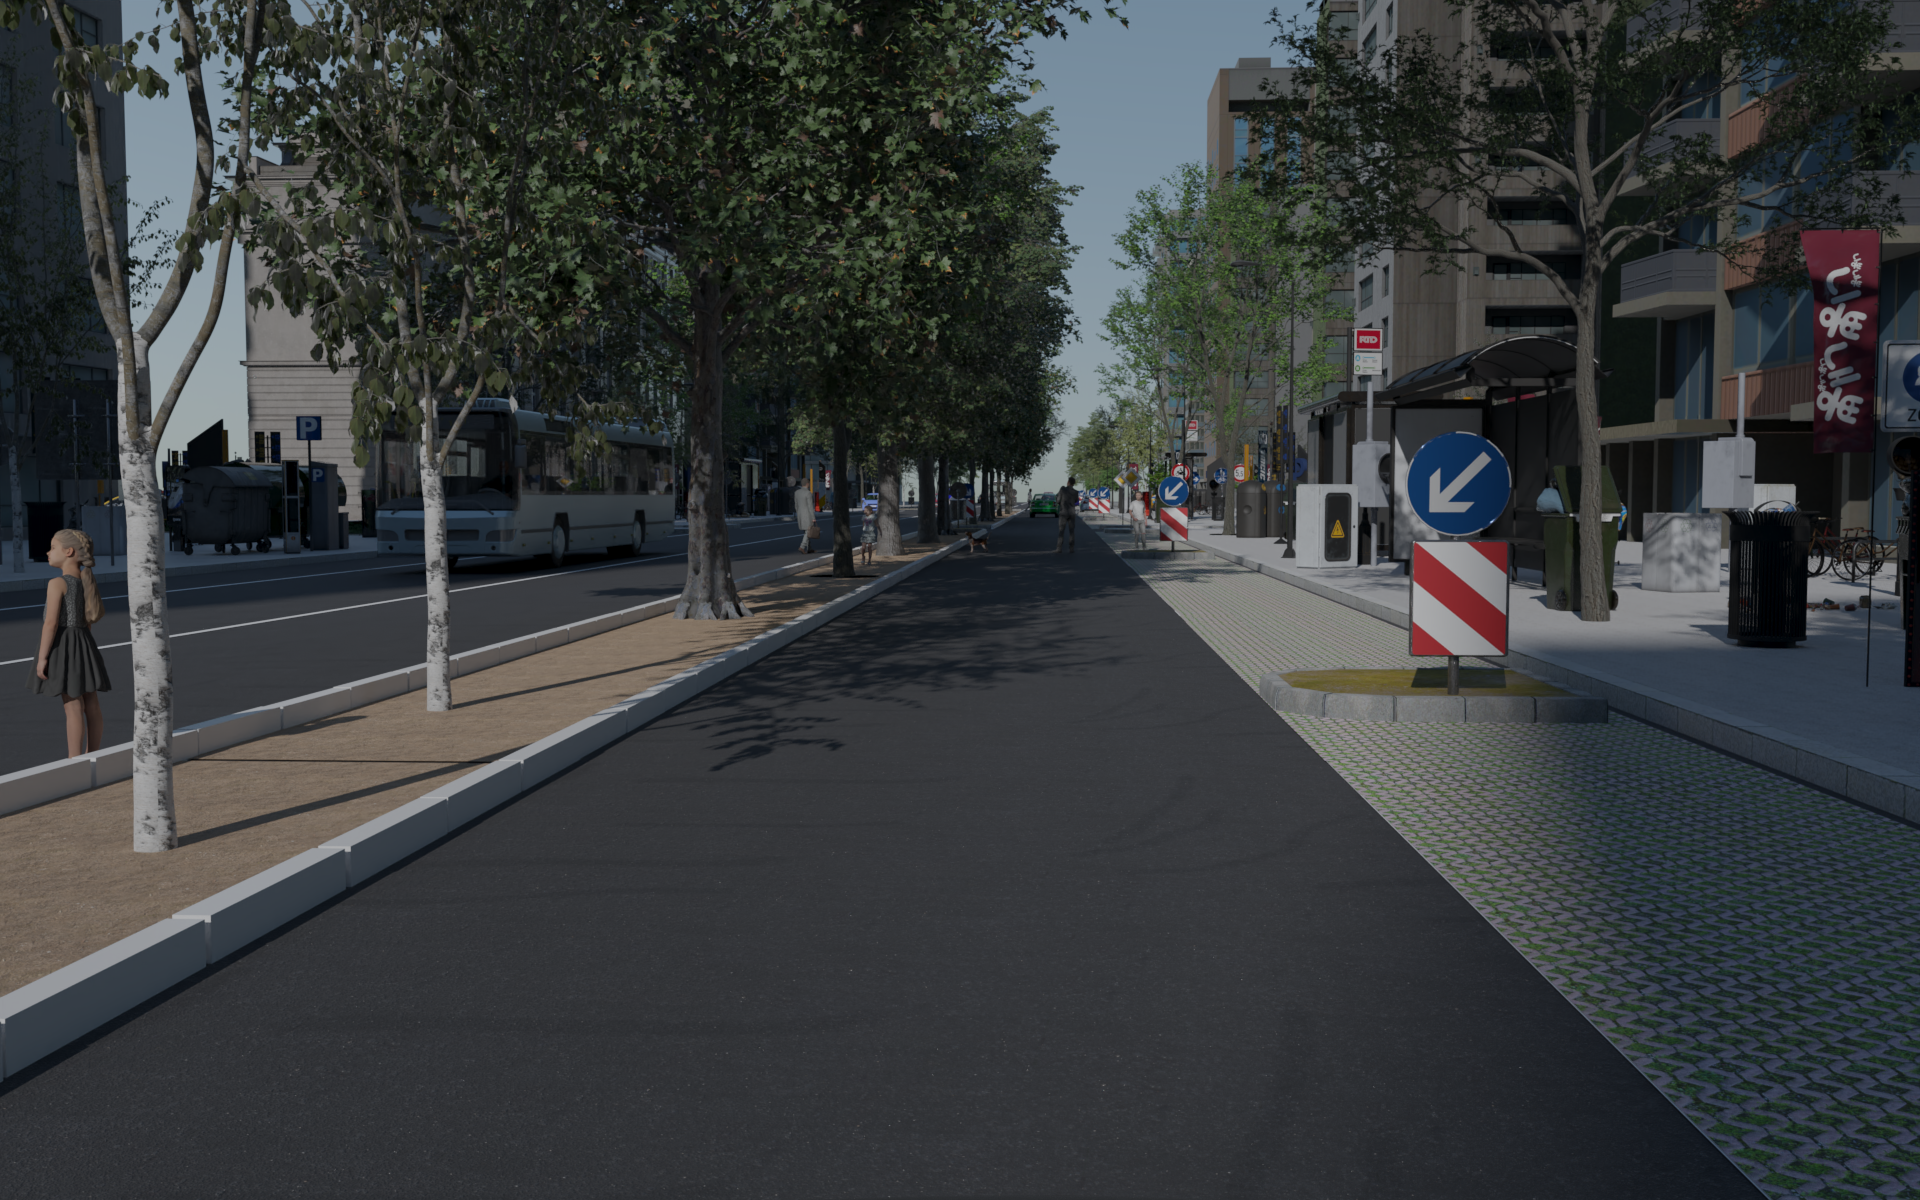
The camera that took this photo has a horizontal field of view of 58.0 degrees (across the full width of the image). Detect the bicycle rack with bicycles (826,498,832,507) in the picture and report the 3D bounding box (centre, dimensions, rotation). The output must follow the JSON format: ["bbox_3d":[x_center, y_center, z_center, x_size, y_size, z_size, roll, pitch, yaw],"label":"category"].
[{"bbox_3d":[-10.631,-7.984,143.919,2.925,0.926,2.852,-1,4,-23],"label":"bicycle rack with bicycles"}]

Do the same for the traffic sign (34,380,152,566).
[{"bbox_3d":[-15.487,-2.268,30.955,2.265,3.308,0.079,1,4,8],"label":"traffic sign"}]

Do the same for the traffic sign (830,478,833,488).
[{"bbox_3d":[-10.043,-8.375,137.044,0.768,2.556,0.104,1,4,13],"label":"traffic sign"}]

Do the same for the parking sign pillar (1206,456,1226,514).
[{"bbox_3d":[16.852,-7.647,113.504,1.447,3.967,1.447,1,4,22],"label":"parking sign pillar"}]

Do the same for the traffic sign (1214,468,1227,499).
[{"bbox_3d":[12.795,-5.164,84.534,0.768,2.556,0.104,1,4,12],"label":"traffic sign"}]

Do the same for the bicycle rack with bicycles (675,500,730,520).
[{"bbox_3d":[-12.762,-4.392,85.185,2.925,0.926,2.852,-2,4,-34],"label":"bicycle rack with bicycles"}]

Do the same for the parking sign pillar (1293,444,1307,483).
[{"bbox_3d":[18.495,-6.424,93.504,1.447,3.967,1.447,-1,4,-21],"label":"parking sign pillar"}]

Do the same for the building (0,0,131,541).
[{"bbox_3d":[-31.948,-22.244,47.280,14.086,41.232,14.154,0,4,3],"label":"building"}]

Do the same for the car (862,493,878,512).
[{"bbox_3d":[-6.617,-7.668,134.959,1.945,1.707,3.694,0,4,4],"label":"car"}]

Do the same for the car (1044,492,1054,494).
[{"bbox_3d":[13.731,-15.899,268.626,2.281,1.827,5.304,0,4,4],"label":"car"}]

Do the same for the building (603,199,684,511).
[{"bbox_3d":[-27.482,-19.812,121.190,12.463,27.353,25.104,0,4,3],"label":"building"}]

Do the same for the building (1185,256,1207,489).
[{"bbox_3d":[46.757,-34.859,261.828,32.217,40.220,23.993,0,4,3],"label":"building"}]

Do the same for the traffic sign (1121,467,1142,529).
[{"bbox_3d":[6.302,-3.676,63.744,0.795,2.450,0.064,0,4,3],"label":"traffic sign"}]

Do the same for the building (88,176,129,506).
[{"bbox_3d":[-54.505,-14.744,90.211,18.267,20.994,9.793,0,4,3],"label":"building"}]

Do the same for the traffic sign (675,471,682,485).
[{"bbox_3d":[-10.765,-3.735,64.713,0.795,2.450,0.064,0,4,3],"label":"traffic sign"}]

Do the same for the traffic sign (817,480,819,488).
[{"bbox_3d":[-10.023,-7.533,125.294,0.606,2.300,0.079,0,4,8],"label":"traffic sign"}]

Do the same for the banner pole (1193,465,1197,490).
[{"bbox_3d":[17.742,-8.658,131.567,0.401,3.779,0.863,-2,4,-33],"label":"banner pole"}]

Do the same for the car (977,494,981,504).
[{"bbox_3d":[3.576,-15.351,260.767,2.009,1.686,4.222,0,4,5],"label":"car"}]

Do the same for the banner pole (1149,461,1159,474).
[{"bbox_3d":[13.535,-7.971,120.337,0.863,3.779,0.401,0,4,3],"label":"banner pole"}]

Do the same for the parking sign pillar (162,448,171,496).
[{"bbox_3d":[-46.449,-6.911,101.462,1.447,3.967,1.447,-2,4,-24],"label":"parking sign pillar"}]

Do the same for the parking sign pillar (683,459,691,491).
[{"bbox_3d":[-19.646,-8.451,126.641,1.447,3.967,1.447,3,4,38],"label":"parking sign pillar"}]

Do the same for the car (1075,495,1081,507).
[{"bbox_3d":[12.626,-10.145,178.450,1.945,1.354,3.894,0,4,4],"label":"car"}]

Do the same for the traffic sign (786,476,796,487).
[{"bbox_3d":[-12.175,-7.599,124.344,0.768,2.556,0.104,0,4,4],"label":"traffic sign"}]

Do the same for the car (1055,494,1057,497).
[{"bbox_3d":[6.862,-7.422,131.143,2.009,1.686,4.222,0,4,4],"label":"car"}]

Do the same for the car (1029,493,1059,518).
[{"bbox_3d":[5.204,-5.956,106.172,1.959,1.807,4.718,0,4,4],"label":"car"}]

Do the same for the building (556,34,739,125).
[{"bbox_3d":[-29.229,-31.083,162.830,22.147,44.769,28.867,0,4,3],"label":"building"}]

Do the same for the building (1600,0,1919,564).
[{"bbox_3d":[27.099,-23.336,36.172,22.147,44.769,28.867,0,4,3],"label":"building"}]

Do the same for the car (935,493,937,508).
[{"bbox_3d":[-2.074,-9.229,159.926,2.155,1.783,4.494,0,4,2],"label":"car"}]

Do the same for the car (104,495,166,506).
[{"bbox_3d":[-34.000,-3.714,70.944,3.980,1.641,2.015,0,4,4],"label":"car"}]

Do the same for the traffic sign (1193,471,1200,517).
[{"bbox_3d":[13.093,-5.942,97.264,0.768,2.556,0.104,1,4,12],"label":"traffic sign"}]

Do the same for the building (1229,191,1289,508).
[{"bbox_3d":[32.636,-24.082,165.447,14.160,30.474,14.107,0,4,3],"label":"building"}]

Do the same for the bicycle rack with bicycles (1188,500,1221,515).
[{"bbox_3d":[15.311,-5.656,105.863,2.925,0.926,2.852,2,4,29],"label":"bicycle rack with bicycles"}]

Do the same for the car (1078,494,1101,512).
[{"bbox_3d":[9.857,-7.191,129.577,2.014,1.417,4.499,0,4,1],"label":"car"}]

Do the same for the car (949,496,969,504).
[{"bbox_3d":[-0.020,-7.424,133.744,2.083,1.381,4.827,0,4,2],"label":"car"}]

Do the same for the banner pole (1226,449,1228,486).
[{"bbox_3d":[14.934,-6.507,96.400,0.401,3.779,0.863,2,4,29],"label":"banner pole"}]

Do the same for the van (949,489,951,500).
[{"bbox_3d":[-0.616,-11.497,192.358,2.240,2.365,5.245,0,4,4],"label":"van"}]

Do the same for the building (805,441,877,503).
[{"bbox_3d":[-27.034,-40.812,256.522,28.713,52.752,27.495,0,4,3],"label":"building"}]

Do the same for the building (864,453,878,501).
[{"bbox_3d":[-22.622,-40.204,281.042,21.300,48.544,21.600,0,4,3],"label":"building"}]

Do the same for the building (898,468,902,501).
[{"bbox_3d":[-17.646,-32.292,299.670,14.160,30.474,14.107,0,4,3],"label":"building"}]

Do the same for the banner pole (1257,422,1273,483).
[{"bbox_3d":[10.600,-4.280,59.994,0.863,3.779,0.401,-2,4,-34],"label":"banner pole"}]

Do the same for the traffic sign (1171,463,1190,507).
[{"bbox_3d":[9.174,-4.401,72.057,0.768,2.556,0.104,1,4,10],"label":"traffic sign"}]

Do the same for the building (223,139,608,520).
[{"bbox_3d":[-28.661,-15.566,96.298,13.314,21.916,24.055,0,4,3],"label":"building"}]

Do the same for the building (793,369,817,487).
[{"bbox_3d":[-27.986,-32.853,191.768,22.147,44.769,28.867,0,4,3],"label":"building"}]

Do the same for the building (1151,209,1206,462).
[{"bbox_3d":[43.479,-40.939,288.956,23.786,49.044,30.456,0,4,3],"label":"building"}]

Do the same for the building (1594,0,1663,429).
[{"bbox_3d":[27.925,-19.274,86.830,14.107,30.474,14.160,0,4,3],"label":"building"}]

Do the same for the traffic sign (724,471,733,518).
[{"bbox_3d":[-12.504,-5.662,92.682,0.768,2.556,0.104,1,4,13],"label":"traffic sign"}]

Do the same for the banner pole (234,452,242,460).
[{"bbox_3d":[-42.670,-6.876,102.446,0.863,3.779,0.401,2,4,33],"label":"banner pole"}]

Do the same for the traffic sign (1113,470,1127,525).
[{"bbox_3d":[6.746,-4.164,71.717,0.795,2.450,0.064,0,4,3],"label":"traffic sign"}]

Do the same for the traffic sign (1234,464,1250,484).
[{"bbox_3d":[12.037,-4.543,74.381,0.768,2.556,0.104,1,4,11],"label":"traffic sign"}]

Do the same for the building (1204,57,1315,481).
[{"bbox_3d":[32.955,-32.356,179.125,14.600,45.320,14.200,0,4,3],"label":"building"}]

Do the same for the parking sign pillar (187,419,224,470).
[{"bbox_3d":[-26.993,-4.508,62.171,1.447,3.967,1.447,0,4,2],"label":"parking sign pillar"}]

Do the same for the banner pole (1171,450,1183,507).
[{"bbox_3d":[10.716,-5.854,85.732,0.863,3.779,0.401,2,4,24],"label":"banner pole"}]

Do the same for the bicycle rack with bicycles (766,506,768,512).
[{"bbox_3d":[-15.201,-6.565,120.714,2.925,0.926,2.852,3,5,41],"label":"bicycle rack with bicycles"}]

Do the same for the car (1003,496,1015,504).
[{"bbox_3d":[7.217,-15.396,260.758,2.155,1.783,4.494,0,4,2],"label":"car"}]

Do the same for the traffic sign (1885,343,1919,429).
[{"bbox_3d":[6.450,-0.578,11.587,0.606,2.300,0.079,0,4,6],"label":"traffic sign"}]

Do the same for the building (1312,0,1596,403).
[{"bbox_3d":[27.637,-20.207,102.078,14.160,30.474,14.107,0,4,3],"label":"building"}]

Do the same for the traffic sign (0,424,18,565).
[{"bbox_3d":[-17.413,-1.910,31.337,0.768,2.556,0.104,0,4,3],"label":"traffic sign"}]

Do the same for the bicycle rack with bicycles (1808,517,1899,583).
[{"bbox_3d":[13.433,-0.782,26.161,2.925,0.926,2.852,-1,4,-10],"label":"bicycle rack with bicycles"}]
